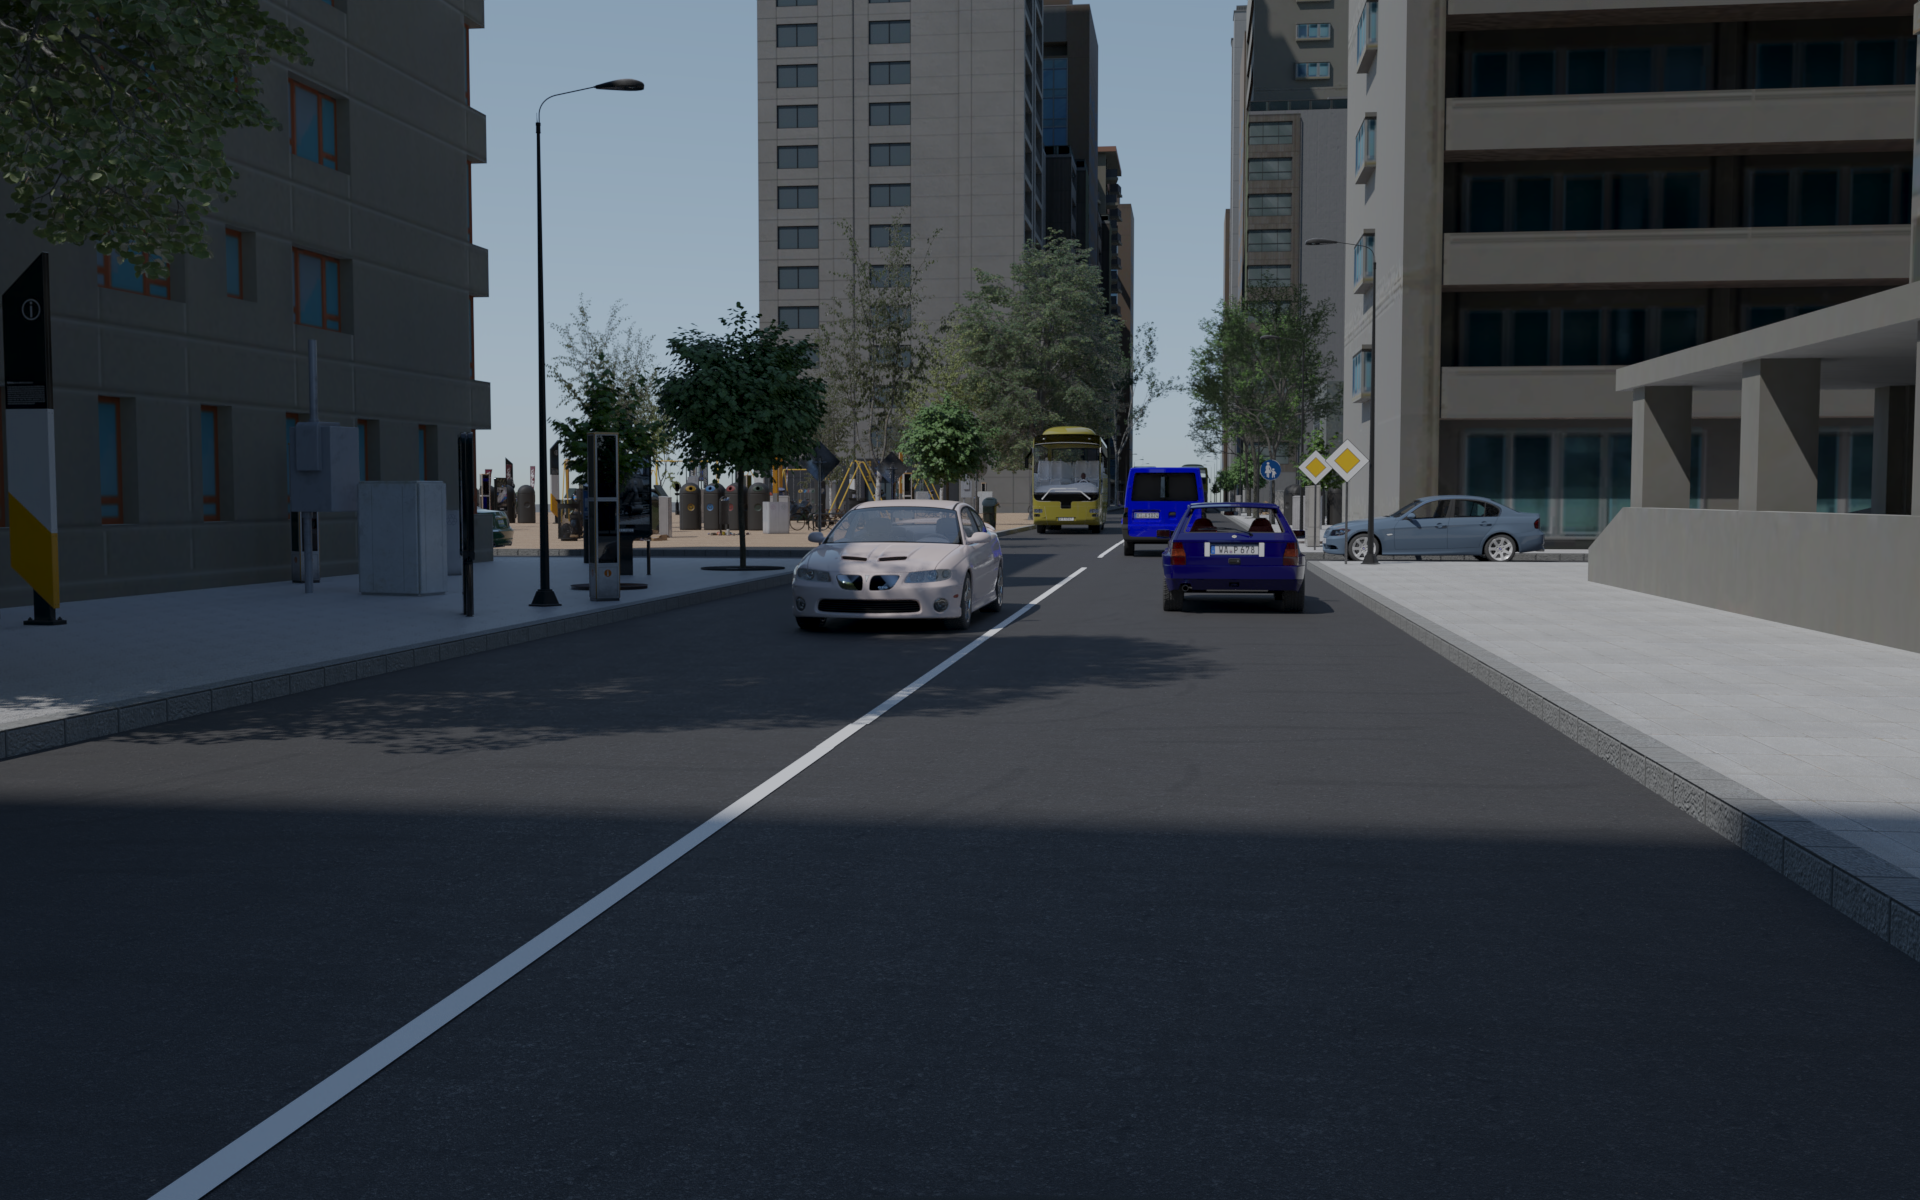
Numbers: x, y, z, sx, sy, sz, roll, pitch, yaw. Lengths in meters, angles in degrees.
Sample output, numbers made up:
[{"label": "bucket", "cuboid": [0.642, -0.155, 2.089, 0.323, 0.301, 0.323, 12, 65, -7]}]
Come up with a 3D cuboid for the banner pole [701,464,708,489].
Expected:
[{"label": "banner pole", "cuboid": [-13.774, -6.308, 93.149, 0.401, 3.779, 0.863, 2, 4, 28]}]

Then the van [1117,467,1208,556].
[{"label": "van", "cuboid": [4.889, -2.280, 41.664, 2.240, 2.365, 5.245, 0, 4, 6]}]

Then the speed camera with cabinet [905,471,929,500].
[{"label": "speed camera with cabinet", "cuboid": [-3.083, -7.472, 116.506, 2.038, 3.252, 0.660, -2, 4, -27]}]

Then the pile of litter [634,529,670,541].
[{"label": "pile of litter", "cuboid": [-8.613, -2.078, 47.936, 1.176, 0.858, 1.719, 0, 4, 5]}]

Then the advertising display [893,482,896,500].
[{"label": "advertising display", "cuboid": [-3.043, -4.581, 80.107, 0.123, 1.923, 0.974, 0, 4, 1]}]

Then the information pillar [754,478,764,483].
[{"label": "information pillar", "cuboid": [-8.365, -4.933, 72.015, 0.504, 3.616, 0.183, 2, 4, 29]}]

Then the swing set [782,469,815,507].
[{"label": "swing set", "cuboid": [-9.576, -6.793, 108.681, 3.119, 2.851, 2.862, 1, 4, 12]}]

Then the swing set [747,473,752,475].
[{"label": "swing set", "cuboid": [-12.344, -6.364, 101.677, 2.862, 2.851, 3.119, 0, 4, -2]}]

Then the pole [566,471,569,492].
[{"label": "pole", "cuboid": [-22.570, -6.469, 99.604, 0.158, 3.312, 0.155, 0, 3, 0]}]

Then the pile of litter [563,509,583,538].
[{"label": "pile of litter", "cuboid": [-10.885, -2.213, 50.147, 1.176, 0.858, 1.719, 3, 5, 44]}]

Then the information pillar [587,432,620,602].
[{"label": "information pillar", "cuboid": [-4.273, -0.996, 20.772, 0.304, 2.012, 0.304, -2, 4, -28]}]

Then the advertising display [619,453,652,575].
[{"label": "advertising display", "cuboid": [-5.349, -1.351, 27.297, 0.974, 1.923, 0.123, -1, 4, -15]}]

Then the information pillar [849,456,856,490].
[{"label": "information pillar", "cuboid": [-5.945, -6.400, 95.991, 0.183, 3.616, 0.504, -3, 4, -38]}]

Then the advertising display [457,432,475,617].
[{"label": "advertising display", "cuboid": [-5.262, -0.811, 18.467, 0.123, 1.923, 0.974, -1, 4, -18]}]

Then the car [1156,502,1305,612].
[{"label": "car", "cuboid": [3.508, -0.601, 22.414, 1.945, 1.354, 3.894, 0, 4, 8]}]

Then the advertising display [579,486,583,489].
[{"label": "advertising display", "cuboid": [-18.552, -4.952, 86.185, 0.974, 1.923, 0.123, 2, 4, 29]}]

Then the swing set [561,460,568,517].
[{"label": "swing set", "cuboid": [-16.692, -5.041, 80.042, 3.119, 2.851, 2.862, 0, 4, -6]}]

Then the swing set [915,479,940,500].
[{"label": "swing set", "cuboid": [-2.477, -7.036, 112.663, 2.862, 2.851, 3.119, -1, 4, -9]}]

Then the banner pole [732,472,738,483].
[{"label": "banner pole", "cuboid": [-13.444, -6.971, 103.990, 0.863, 3.779, 0.401, -1, 4, -19]}]

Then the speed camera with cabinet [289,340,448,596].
[{"label": "speed camera with cabinet", "cuboid": [-7.589, -1.704, 22.204, 2.038, 3.252, 0.660, 1, 4, 21]}]

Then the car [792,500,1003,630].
[{"label": "car", "cuboid": [-0.603, -0.460, 19.886, 2.083, 1.381, 4.827, 1, 4, 8]}]

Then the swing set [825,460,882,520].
[{"label": "swing set", "cuboid": [-4.777, -5.151, 81.846, 2.862, 2.851, 3.119, 0, 4, 4]}]

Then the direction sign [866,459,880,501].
[{"label": "direction sign", "cuboid": [-5.641, -7.362, 112.363, 0.876, 3.537, 0.379, 0, 4, 8]}]

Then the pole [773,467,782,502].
[{"label": "pole", "cuboid": [-6.131, -3.902, 57.634, 0.158, 3.312, 0.155, 0, 3, 0]}]

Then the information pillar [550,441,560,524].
[{"label": "information pillar", "cuboid": [-17.453, -5.093, 74.617, 0.183, 3.616, 0.504, 2, 4, 32]}]

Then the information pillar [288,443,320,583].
[{"label": "information pillar", "cuboid": [-9.454, -1.253, 24.976, 0.304, 2.012, 0.304, 3, 5, 44]}]

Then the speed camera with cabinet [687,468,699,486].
[{"label": "speed camera with cabinet", "cuboid": [-13.552, -5.712, 87.721, 0.660, 3.252, 2.038, -1, 4, -10]}]

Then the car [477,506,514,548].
[{"label": "car", "cuboid": [-12.514, -1.650, 38.778, 4.920, 1.459, 2.131, 0, 4, 6]}]

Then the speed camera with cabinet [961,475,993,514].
[{"label": "speed camera with cabinet", "cuboid": [1.101, -7.218, 112.356, 2.038, 3.252, 0.660, 0, 4, -2]}]

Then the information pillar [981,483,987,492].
[{"label": "information pillar", "cuboid": [1.573, -6.650, 113.221, 0.304, 2.012, 0.304, 1, 4, 17]}]

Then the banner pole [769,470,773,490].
[{"label": "banner pole", "cuboid": [-11.514, -7.095, 106.019, 0.863, 3.779, 0.401, 3, 4, 37]}]

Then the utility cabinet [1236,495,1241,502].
[{"label": "utility cabinet", "cuboid": [16.370, -5.547, 101.855, 0.306, 1.237, 1.020, 1, 4, 12]}]

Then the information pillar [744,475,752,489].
[{"label": "information pillar", "cuboid": [-8.187, -3.789, 66.434, 0.304, 2.012, 0.304, 2, 4, 35]}]

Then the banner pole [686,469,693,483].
[{"label": "banner pole", "cuboid": [-16.875, -7.232, 108.265, 0.863, 3.779, 0.401, 0, 4, 6]}]

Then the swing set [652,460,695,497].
[{"label": "swing set", "cuboid": [-12.611, -5.091, 80.863, 3.119, 2.851, 2.862, -1, 4, -12]}]

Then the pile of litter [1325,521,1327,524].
[{"label": "pile of litter", "cuboid": [16.342, -3.718, 74.750, 1.719, 0.858, 1.176, -1, 4, -14]}]

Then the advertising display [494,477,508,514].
[{"label": "advertising display", "cuboid": [-17.796, -3.787, 67.127, 0.123, 1.923, 0.974, 1, 4, 9]}]

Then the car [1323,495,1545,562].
[{"label": "car", "cuboid": [9.918, -1.494, 36.437, 4.499, 1.417, 2.014, 0, 4, 6]}]

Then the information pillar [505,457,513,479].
[{"label": "information pillar", "cuboid": [-28.564, -7.242, 109.757, 0.504, 3.616, 0.183, 0, 4, 0]}]

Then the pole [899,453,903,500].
[{"label": "pole", "cuboid": [-2.864, -5.511, 83.954, 0.158, 3.312, 0.155, 0, 3, 0]}]

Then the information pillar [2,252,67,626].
[{"label": "information pillar", "cuboid": [-9.059, -1.563, 16.903, 0.504, 3.616, 0.183, 1, 4, 12]}]

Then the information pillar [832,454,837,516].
[{"label": "information pillar", "cuboid": [-7.419, -6.780, 102.213, 0.183, 3.616, 0.504, 1, 4, 15]}]

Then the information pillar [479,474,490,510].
[{"label": "information pillar", "cuboid": [-17.188, -3.559, 62.681, 0.304, 2.012, 0.304, -2, 4, -31]}]

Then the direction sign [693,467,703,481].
[{"label": "direction sign", "cuboid": [-16.154, -7.028, 106.907, 0.876, 3.537, 0.379, 3, 4, 36]}]

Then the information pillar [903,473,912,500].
[{"label": "information pillar", "cuboid": [-1.835, -3.414, 60.305, 0.304, 2.012, 0.304, 0, 4, -8]}]

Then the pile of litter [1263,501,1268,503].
[{"label": "pile of litter", "cuboid": [18.912, -5.679, 106.814, 1.719, 0.858, 1.176, 1, 4, 10]}]
